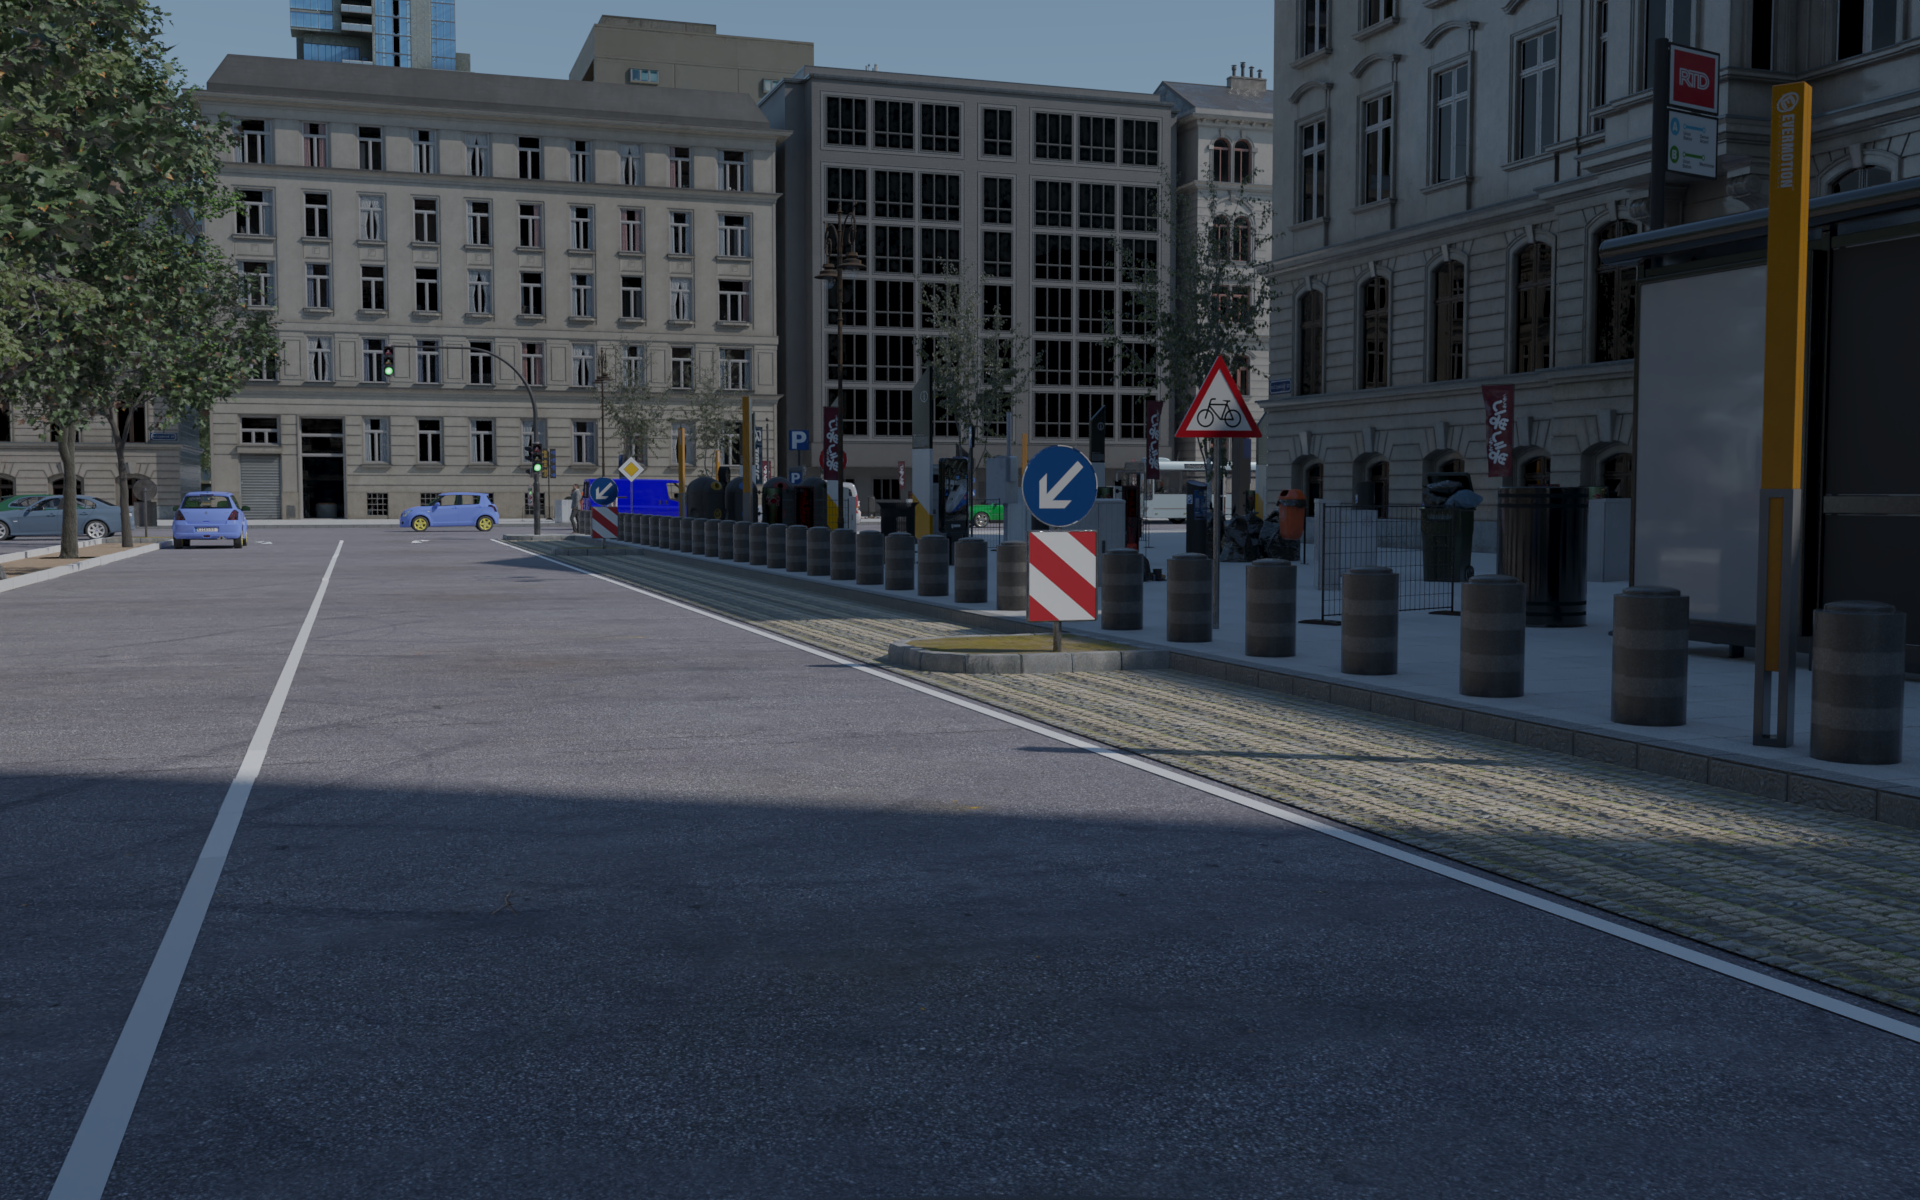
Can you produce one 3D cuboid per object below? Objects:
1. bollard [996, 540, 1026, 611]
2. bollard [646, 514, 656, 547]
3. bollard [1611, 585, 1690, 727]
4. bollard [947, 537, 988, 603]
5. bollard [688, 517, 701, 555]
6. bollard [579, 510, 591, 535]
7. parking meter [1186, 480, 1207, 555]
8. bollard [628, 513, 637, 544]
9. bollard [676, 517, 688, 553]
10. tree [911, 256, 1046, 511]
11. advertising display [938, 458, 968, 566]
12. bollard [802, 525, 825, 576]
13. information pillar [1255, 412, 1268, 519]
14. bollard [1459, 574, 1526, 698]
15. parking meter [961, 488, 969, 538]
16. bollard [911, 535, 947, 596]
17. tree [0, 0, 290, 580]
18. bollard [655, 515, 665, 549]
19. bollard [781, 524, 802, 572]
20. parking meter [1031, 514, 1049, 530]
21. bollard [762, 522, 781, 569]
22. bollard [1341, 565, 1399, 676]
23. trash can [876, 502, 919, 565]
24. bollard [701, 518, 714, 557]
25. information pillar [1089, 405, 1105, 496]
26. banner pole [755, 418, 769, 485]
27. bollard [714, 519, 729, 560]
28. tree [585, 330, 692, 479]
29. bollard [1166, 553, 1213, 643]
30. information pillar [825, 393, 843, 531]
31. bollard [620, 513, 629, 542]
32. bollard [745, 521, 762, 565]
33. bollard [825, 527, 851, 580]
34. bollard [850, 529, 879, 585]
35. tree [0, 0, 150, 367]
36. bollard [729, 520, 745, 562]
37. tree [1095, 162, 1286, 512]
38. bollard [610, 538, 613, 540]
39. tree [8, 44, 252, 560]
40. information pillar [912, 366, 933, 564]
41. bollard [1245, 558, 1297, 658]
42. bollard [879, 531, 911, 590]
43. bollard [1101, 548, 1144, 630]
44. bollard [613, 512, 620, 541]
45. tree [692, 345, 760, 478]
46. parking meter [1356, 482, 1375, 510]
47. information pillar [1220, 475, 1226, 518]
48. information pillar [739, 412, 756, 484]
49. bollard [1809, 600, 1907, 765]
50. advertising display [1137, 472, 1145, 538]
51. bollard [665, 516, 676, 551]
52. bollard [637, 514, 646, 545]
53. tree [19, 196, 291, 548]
[{"bbox_3d":[0.601,-0.272,19.169,0.404,0.777,0.398,0,3,0],"label":"bollard"},{"bbox_3d":[-7.356,-1.678,42.158,0.404,0.777,0.398,0,3,0],"label":"bollard"},{"bbox_3d":[3.871,0.306,9.718,0.404,0.777,0.398,0,3,0],"label":"bollard"},{"bbox_3d":[0.131,-0.355,20.529,0.404,0.777,0.398,0,3,0],"label":"bollard"},{"bbox_3d":[-5.486,-1.348,36.754,0.404,0.777,0.398,0,3,0],"label":"bollard"},{"bbox_3d":[-12.049,-2.508,55.720,0.404,0.777,0.398,0,3,0],"label":"bollard"},{"bbox_3d":[4.263,-1.395,31.217,0.372,1.533,0.369,0,3,0],"label":"parking meter"},{"bbox_3d":[-8.300,-1.845,44.890,0.404,0.777,0.398,0,3,0],"label":"bollard"},{"bbox_3d":[-5.952,-1.431,38.110,0.404,0.777,0.398,0,3,0],"label":"bollard"},{"bbox_3d":[0.305,-6.312,53.565,4.360,8.622,3.978,0,3,0],"label":"tree"},{"bbox_3d":[-0.115,-1.583,31.088,0.123,1.923,0.974,2,4,26],"label":"advertising display"},{"bbox_3d":[-2.213,-0.770,27.302,0.404,0.777,0.398,0,3,0],"label":"bollard"},{"bbox_3d":[8.554,-3.534,49.132,0.183,3.616,0.504,3,5,41],"label":"information pillar"},{"bbox_3d":[3.403,0.223,11.065,0.404,0.777,0.398,0,3,0],"label":"bollard"},{"bbox_3d":[0.062,-2.442,48.331,0.372,1.533,0.369,0,3,0],"label":"parking meter"},{"bbox_3d":[-0.338,-0.439,21.889,0.404,0.777,0.398,0,3,0],"label":"bollard"},{"bbox_3d":[-16.284,-6.663,28.398,9.611,12.733,9.660,0,3,0],"label":"tree"},{"bbox_3d":[-6.886,-1.596,40.810,0.404,0.777,0.398,0,3,0],"label":"bollard"},{"bbox_3d":[-2.680,-0.852,28.649,0.404,0.777,0.398,0,3,0],"label":"bollard"},{"bbox_3d":[1.644,-1.653,35.429,0.372,1.533,0.369,0,3,0],"label":"parking meter"},{"bbox_3d":[-3.145,-0.935,30.001,0.404,0.777,0.398,0,3,0],"label":"bollard"},{"bbox_3d":[2.938,0.141,12.413,0.404,0.777,0.398,0,3,0],"label":"bollard"},{"bbox_3d":[-1.083,-1.136,30.223,0.748,1.137,0.748,0,3,0],"label":"trash can"},{"bbox_3d":[-5.015,-1.266,35.408,0.404,0.777,0.398,0,3,0],"label":"bollard"},{"bbox_3d":[3.623,-3.321,45.661,0.504,3.616,0.183,-2,4,-35],"label":"information pillar"},{"bbox_3d":[-6.528,-4.080,56.726,0.863,3.779,0.401,-1,4,-10],"label":"banner pole"},{"bbox_3d":[-4.550,-1.183,34.053,0.404,0.777,0.398,0,3,0],"label":"bollard"},{"bbox_3d":[-14.931,-7.870,79.041,4.360,8.622,3.978,0,3,0],"label":"tree"},{"bbox_3d":[2.004,-0.024,15.106,0.404,0.777,0.398,0,3,0],"label":"bollard"},{"bbox_3d":[-2.909,-3.004,40.470,0.504,3.616,0.183,3,5,44],"label":"information pillar"},{"bbox_3d":[-8.769,-1.928,46.243,0.404,0.777,0.398,0,3,0],"label":"bollard"},{"bbox_3d":[-3.610,-1.017,31.349,0.404,0.777,0.398,0,3,0],"label":"bollard"},{"bbox_3d":[-1.744,-0.687,25.946,0.404,0.777,0.398,0,3,0],"label":"bollard"},{"bbox_3d":[-1.277,-0.604,24.599,0.404,0.777,0.398,0,3,0],"label":"bollard"},{"bbox_3d":[-13.713,-6.090,20.156,7.486,12.596,7.792,0,3,0],"label":"tree"},{"bbox_3d":[-4.079,-1.100,32.697,0.404,0.777,0.398,0,3,0],"label":"bollard"},{"bbox_3d":[5.238,-5.338,37.647,4.360,8.622,3.978,0,3,0],"label":"tree"},{"bbox_3d":[-9.702,-2.093,48.943,0.404,0.777,0.398,0,3,0],"label":"bollard"},{"bbox_3d":[-19.517,-6.703,37.810,9.928,11.665,9.643,0,3,0],"label":"tree"},{"bbox_3d":[-0.678,-2.475,31.820,0.183,3.616,0.504,-3,5,-44],"label":"information pillar"},{"bbox_3d":[2.470,0.059,13.759,0.404,0.777,0.398,0,3,0],"label":"bollard"},{"bbox_3d":[-0.808,-0.521,23.235,0.404,0.777,0.398,0,3,0],"label":"bollard"},{"bbox_3d":[1.541,-0.106,16.458,0.404,0.777,0.398,0,3,0],"label":"bollard"},{"bbox_3d":[-9.235,-2.011,47.596,0.404,0.777,0.398,0,3,0],"label":"bollard"},{"bbox_3d":[-12.320,-8.320,86.388,4.360,8.622,3.978,0,3,0],"label":"tree"},{"bbox_3d":[8.233,-1.640,35.225,0.372,1.533,0.369,0,3,0],"label":"parking meter"},{"bbox_3d":[8.768,-3.291,58.302,0.304,2.012,0.304,2,4,23],"label":"information pillar"},{"bbox_3d":[-6.064,-3.562,49.597,0.504,3.616,0.183,1,4,22],"label":"information pillar"},{"bbox_3d":[4.338,0.388,8.371,0.404,0.777,0.398,0,3,0],"label":"bollard"},{"bbox_3d":[5.328,-2.808,51.130,0.123,1.923,0.974,1,4,13],"label":"advertising display"},{"bbox_3d":[-6.423,-1.513,39.462,0.404,0.777,0.398,0,3,0],"label":"bollard"},{"bbox_3d":[-7.828,-1.763,43.534,0.404,0.777,0.398,0,3,0],"label":"bollard"},{"bbox_3d":[-22.311,-6.689,46.240,8.767,10.594,7.601,-1,4,-19],"label":"tree"}]
